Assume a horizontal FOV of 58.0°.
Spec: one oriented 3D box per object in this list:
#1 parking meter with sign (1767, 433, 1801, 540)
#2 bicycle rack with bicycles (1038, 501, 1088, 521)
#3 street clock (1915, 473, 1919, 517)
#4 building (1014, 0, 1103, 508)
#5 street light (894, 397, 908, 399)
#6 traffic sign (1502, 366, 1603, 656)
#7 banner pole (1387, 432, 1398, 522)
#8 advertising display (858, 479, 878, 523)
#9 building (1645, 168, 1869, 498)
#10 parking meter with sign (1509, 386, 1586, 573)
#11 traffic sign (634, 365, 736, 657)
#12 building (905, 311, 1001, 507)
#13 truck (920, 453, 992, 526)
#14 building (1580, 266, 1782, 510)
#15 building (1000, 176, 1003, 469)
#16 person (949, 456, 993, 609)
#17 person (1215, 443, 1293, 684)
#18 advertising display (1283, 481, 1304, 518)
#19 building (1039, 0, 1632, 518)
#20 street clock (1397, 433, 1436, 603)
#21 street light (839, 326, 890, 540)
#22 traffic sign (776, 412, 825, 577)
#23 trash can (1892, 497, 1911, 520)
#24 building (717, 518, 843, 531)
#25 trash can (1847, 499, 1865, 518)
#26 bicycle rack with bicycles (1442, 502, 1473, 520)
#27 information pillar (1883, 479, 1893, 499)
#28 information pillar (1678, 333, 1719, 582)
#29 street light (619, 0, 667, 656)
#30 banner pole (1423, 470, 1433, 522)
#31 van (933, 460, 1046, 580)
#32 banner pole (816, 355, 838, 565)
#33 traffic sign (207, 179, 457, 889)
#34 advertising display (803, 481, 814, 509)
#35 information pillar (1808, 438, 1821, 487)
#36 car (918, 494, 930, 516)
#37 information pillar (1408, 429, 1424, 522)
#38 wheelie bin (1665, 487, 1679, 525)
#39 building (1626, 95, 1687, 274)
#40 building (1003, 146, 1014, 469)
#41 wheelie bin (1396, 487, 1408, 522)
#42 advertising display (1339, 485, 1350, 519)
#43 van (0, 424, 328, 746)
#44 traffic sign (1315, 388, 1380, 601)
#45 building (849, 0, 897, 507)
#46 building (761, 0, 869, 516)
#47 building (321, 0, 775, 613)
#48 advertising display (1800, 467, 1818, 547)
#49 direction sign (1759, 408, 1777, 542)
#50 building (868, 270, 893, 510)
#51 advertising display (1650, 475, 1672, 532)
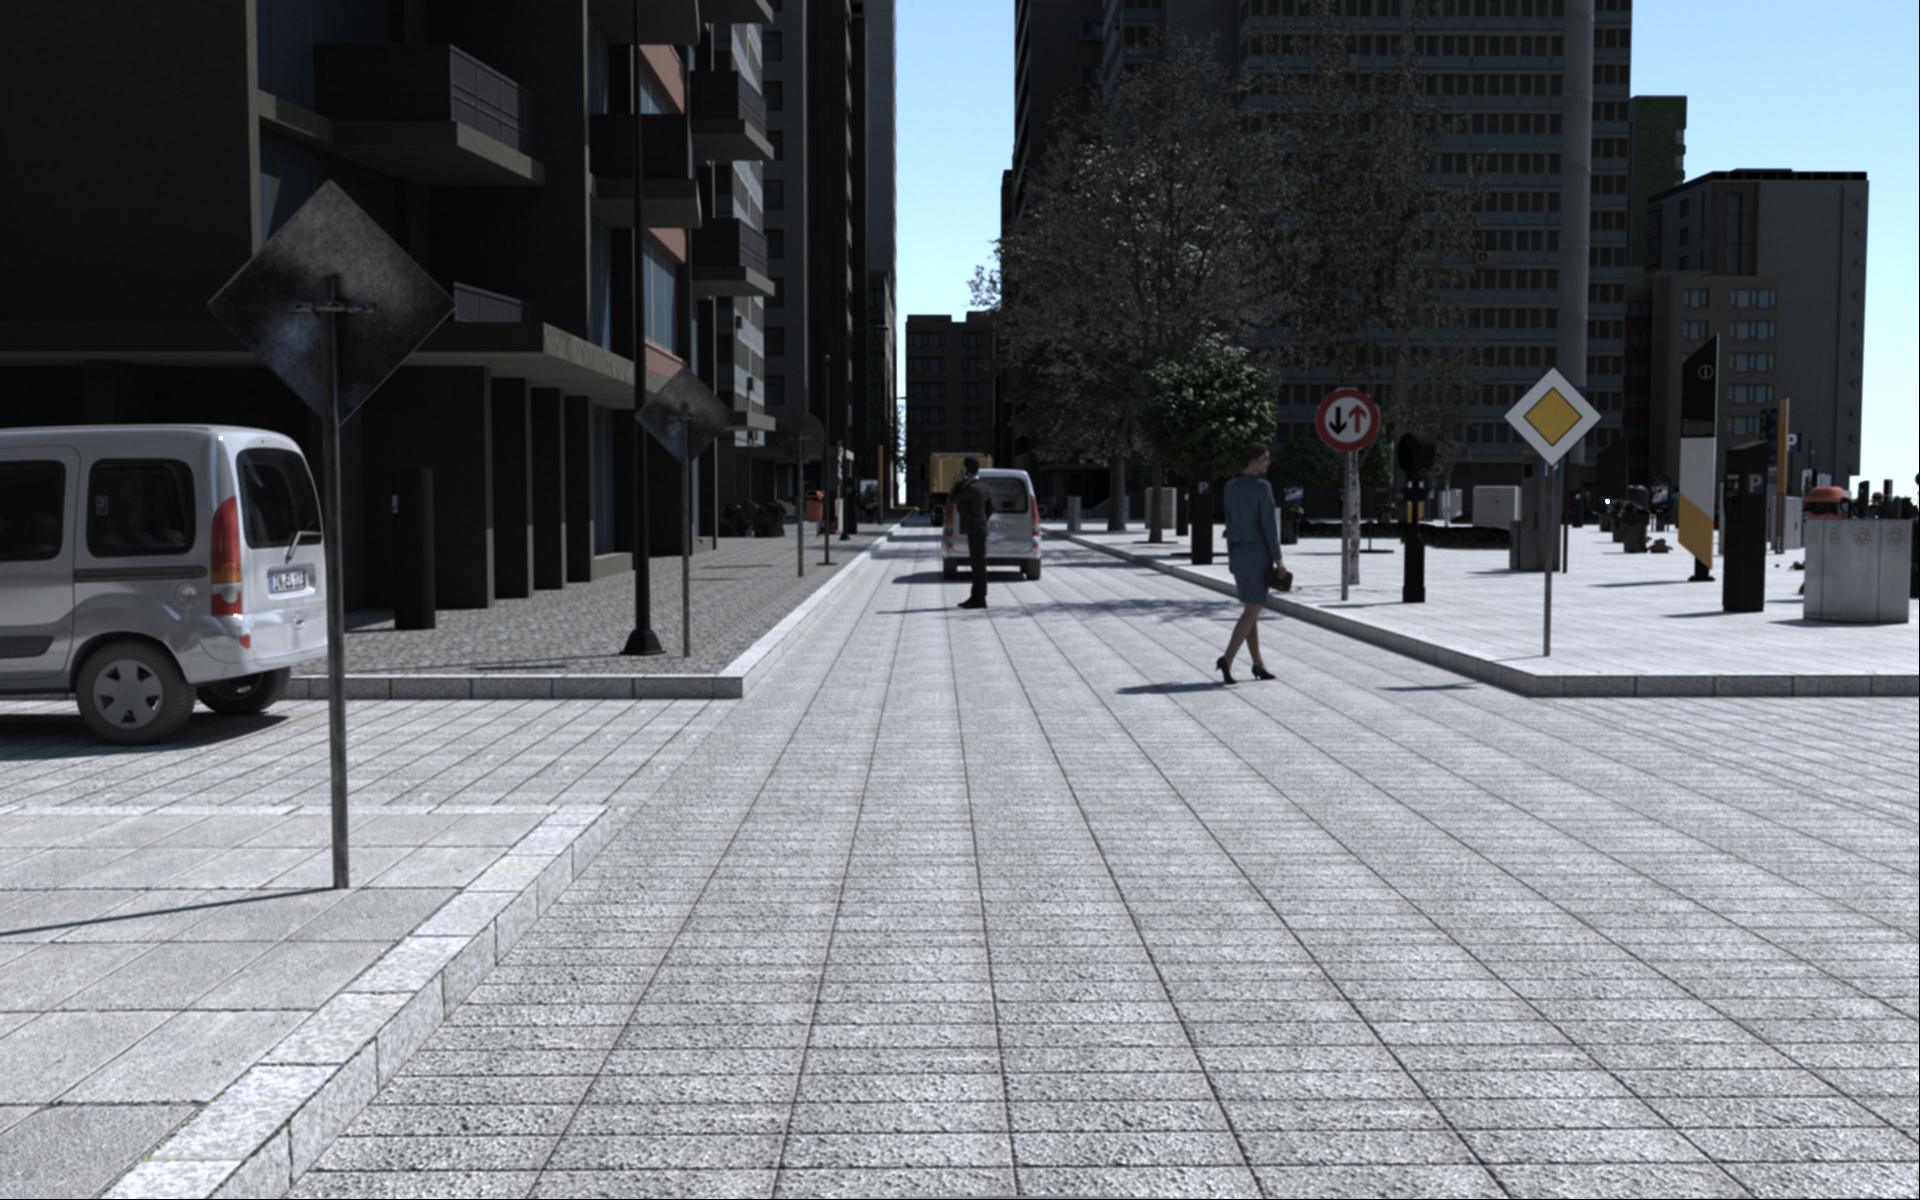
[{"bbox_3d":[22.866,-3.226,49.012,1.738,3.016,0.543,-1,4,-19],"label":"parking meter with sign"},{"bbox_3d":[5.026,-4.320,84.018,2.852,0.926,2.925,0,4,-6],"label":"bicycle rack with bicycles"},{"bbox_3d":[31.352,-3.168,56.361,0.471,2.002,0.358,0,4,1],"label":"street clock"},{"bbox_3d":[15.044,-30.614,124.238,21.300,48.544,21.600,0,4,-1],"label":"building"},{"bbox_3d":[-3.199,-6.744,82.799,1.470,5.913,1.316,0,4,-1],"label":"street light"},{"bbox_3d":[4.646,-0.613,13.660,0.795,2.450,0.064,0,4,-1],"label":"traffic sign"},{"bbox_3d":[17.416,-4.887,69.916,0.401,3.779,0.863,1,4,23],"label":"banner pole"},{"bbox_3d":[-3.966,-4.309,75.663,0.974,1.923,0.123,-2,4,-28],"label":"advertising display"},{"bbox_3d":[71.799,-23.598,157.531,14.107,30.474,14.160,0,4,-1],"label":"building"},{"bbox_3d":[9.702,-1.993,28.841,0.543,3.016,1.738,-1,4,-8],"label":"parking meter with sign"},{"bbox_3d":[-2.147,-0.607,13.567,0.795,2.450,0.064,0,4,-1],"label":"traffic sign"},{"bbox_3d":[8.743,-20.963,187.790,28.899,21.520,27.650,0,4,-1],"label":"building"},{"bbox_3d":[-0.064,-5.165,80.365,3.469,3.379,9.791,0,4,-2],"label":"truck"},{"bbox_3d":[50.262,-18.708,150.915,28.899,21.520,27.650,0,4,-1],"label":"building"},{"bbox_3d":[10.612,-23.560,156.901,14.160,30.474,14.107,0,4,-1],"label":"building"},{"bbox_3d":[0.132,-0.850,21.758,0.474,1.900,0.648,1,4,14],"label":"person"},{"bbox_3d":[2.183,-0.286,13.208,0.654,1.822,0.581,-1,4,-22],"label":"person"},{"bbox_3d":[15.936,-4.746,82.817,0.974,1.923,0.123,0,4,0],"label":"advertising display"},{"bbox_3d":[21.175,-25.051,101.457,32.217,40.220,23.993,0,4,-1],"label":"building"},{"bbox_3d":[5.381,-0.973,20.480,0.358,2.002,0.471,-1,4,-19],"label":"street clock"},{"bbox_3d":[-2.654,-4.612,47.949,1.470,5.913,1.316,0,4,-1],"label":"street light"},{"bbox_3d":[-2.481,-1.638,26.892,0.768,2.556,0.104,0,4,7],"label":"traffic sign"},{"bbox_3d":[39.424,-3.721,72.493,0.748,1.137,0.748,0,3,0],"label":"trash can"},{"bbox_3d":[-20.516,-22.915,66.548,32.217,40.220,23.993,0,4,-1],"label":"building"},{"bbox_3d":[27.152,-2.513,52.747,0.748,1.137,0.748,0,3,0],"label":"trash can"},{"bbox_3d":[24.888,-4.237,82.652,2.852,0.926,2.925,-2,4,-32],"label":"bicycle rack with bicycles"},{"bbox_3d":[46.124,-4.992,86.114,0.304,2.012,0.304,-2,4,-35],"label":"information pillar"},{"bbox_3d":[10.874,-2.088,25.491,0.504,3.616,0.183,2,4,33],"label":"information pillar"},{"bbox_3d":[-2.006,-2.520,13.743,1.470,5.913,1.316,0,4,-1],"label":"street light"},{"bbox_3d":[21.513,-5.523,80.325,0.863,3.779,0.401,1,4,10],"label":"banner pole"},{"bbox_3d":[0.527,-1.423,30.277,2.013,2.044,4.112,0,4,0],"label":"van"},{"bbox_3d":[-2.426,-2.540,31.542,0.401,3.779,0.863,0,4,-4],"label":"banner pole"},{"bbox_3d":[-2.015,-0.119,5.583,0.795,2.450,0.064,0,4,-1],"label":"traffic sign"},{"bbox_3d":[-7.673,-4.971,86.494,0.974,1.923,0.123,3,5,40],"label":"advertising display"},{"bbox_3d":[36.000,-4.997,73.051,0.504,3.616,0.183,0,4,-8],"label":"information pillar"},{"bbox_3d":[-1.861,-6.489,116.313,2.015,1.641,3.980,0,4,0],"label":"car"},{"bbox_3d":[14.576,-3.919,55.434,0.504,3.616,0.183,1,4,10],"label":"information pillar"},{"bbox_3d":[30.065,-3.985,73.066,0.693,1.594,0.980,-2,4,-27],"label":"wheelie bin"},{"bbox_3d":[65.717,-30.437,181.238,14.086,41.232,14.154,0,4,-1],"label":"building"},{"bbox_3d":[11.187,-22.699,142.828,14.160,30.474,14.107,0,4,-1],"label":"building"},{"bbox_3d":[19.794,-4.234,77.141,0.693,1.594,0.980,2,4,29],"label":"wheelie bin"},{"bbox_3d":[19.887,-5.111,88.778,0.974,1.923,0.123,3,5,41],"label":"advertising display"},{"bbox_3d":[-6.061,-0.219,10.591,4.112,2.044,2.013,0,4,1],"label":"van"},{"bbox_3d":[4.642,-1.267,20.824,0.768,2.556,0.104,0,4,4],"label":"traffic sign"},{"bbox_3d":[-20.763,-39.174,182.499,28.212,58.520,21.231,0,4,-1],"label":"building"},{"bbox_3d":[-12.361,-19.878,96.701,14.160,30.474,14.107,0,4,-1],"label":"building"},{"bbox_3d":[-15.109,-22.982,30.382,22.147,44.769,28.867,0,4,-1],"label":"building"},{"bbox_3d":[20.616,-2.256,42.099,0.123,1.923,0.974,1,4,11],"label":"advertising display"},{"bbox_3d":[21.525,-3.315,46.200,0.379,3.537,0.876,0,4,-1],"label":"direction sign"},{"bbox_3d":[-20.594,-18.690,150.622,28.899,21.520,27.650,0,4,-1],"label":"building"},{"bbox_3d":[24.023,-3.313,59.373,0.123,1.923,0.974,-1,4,-13],"label":"advertising display"}]
